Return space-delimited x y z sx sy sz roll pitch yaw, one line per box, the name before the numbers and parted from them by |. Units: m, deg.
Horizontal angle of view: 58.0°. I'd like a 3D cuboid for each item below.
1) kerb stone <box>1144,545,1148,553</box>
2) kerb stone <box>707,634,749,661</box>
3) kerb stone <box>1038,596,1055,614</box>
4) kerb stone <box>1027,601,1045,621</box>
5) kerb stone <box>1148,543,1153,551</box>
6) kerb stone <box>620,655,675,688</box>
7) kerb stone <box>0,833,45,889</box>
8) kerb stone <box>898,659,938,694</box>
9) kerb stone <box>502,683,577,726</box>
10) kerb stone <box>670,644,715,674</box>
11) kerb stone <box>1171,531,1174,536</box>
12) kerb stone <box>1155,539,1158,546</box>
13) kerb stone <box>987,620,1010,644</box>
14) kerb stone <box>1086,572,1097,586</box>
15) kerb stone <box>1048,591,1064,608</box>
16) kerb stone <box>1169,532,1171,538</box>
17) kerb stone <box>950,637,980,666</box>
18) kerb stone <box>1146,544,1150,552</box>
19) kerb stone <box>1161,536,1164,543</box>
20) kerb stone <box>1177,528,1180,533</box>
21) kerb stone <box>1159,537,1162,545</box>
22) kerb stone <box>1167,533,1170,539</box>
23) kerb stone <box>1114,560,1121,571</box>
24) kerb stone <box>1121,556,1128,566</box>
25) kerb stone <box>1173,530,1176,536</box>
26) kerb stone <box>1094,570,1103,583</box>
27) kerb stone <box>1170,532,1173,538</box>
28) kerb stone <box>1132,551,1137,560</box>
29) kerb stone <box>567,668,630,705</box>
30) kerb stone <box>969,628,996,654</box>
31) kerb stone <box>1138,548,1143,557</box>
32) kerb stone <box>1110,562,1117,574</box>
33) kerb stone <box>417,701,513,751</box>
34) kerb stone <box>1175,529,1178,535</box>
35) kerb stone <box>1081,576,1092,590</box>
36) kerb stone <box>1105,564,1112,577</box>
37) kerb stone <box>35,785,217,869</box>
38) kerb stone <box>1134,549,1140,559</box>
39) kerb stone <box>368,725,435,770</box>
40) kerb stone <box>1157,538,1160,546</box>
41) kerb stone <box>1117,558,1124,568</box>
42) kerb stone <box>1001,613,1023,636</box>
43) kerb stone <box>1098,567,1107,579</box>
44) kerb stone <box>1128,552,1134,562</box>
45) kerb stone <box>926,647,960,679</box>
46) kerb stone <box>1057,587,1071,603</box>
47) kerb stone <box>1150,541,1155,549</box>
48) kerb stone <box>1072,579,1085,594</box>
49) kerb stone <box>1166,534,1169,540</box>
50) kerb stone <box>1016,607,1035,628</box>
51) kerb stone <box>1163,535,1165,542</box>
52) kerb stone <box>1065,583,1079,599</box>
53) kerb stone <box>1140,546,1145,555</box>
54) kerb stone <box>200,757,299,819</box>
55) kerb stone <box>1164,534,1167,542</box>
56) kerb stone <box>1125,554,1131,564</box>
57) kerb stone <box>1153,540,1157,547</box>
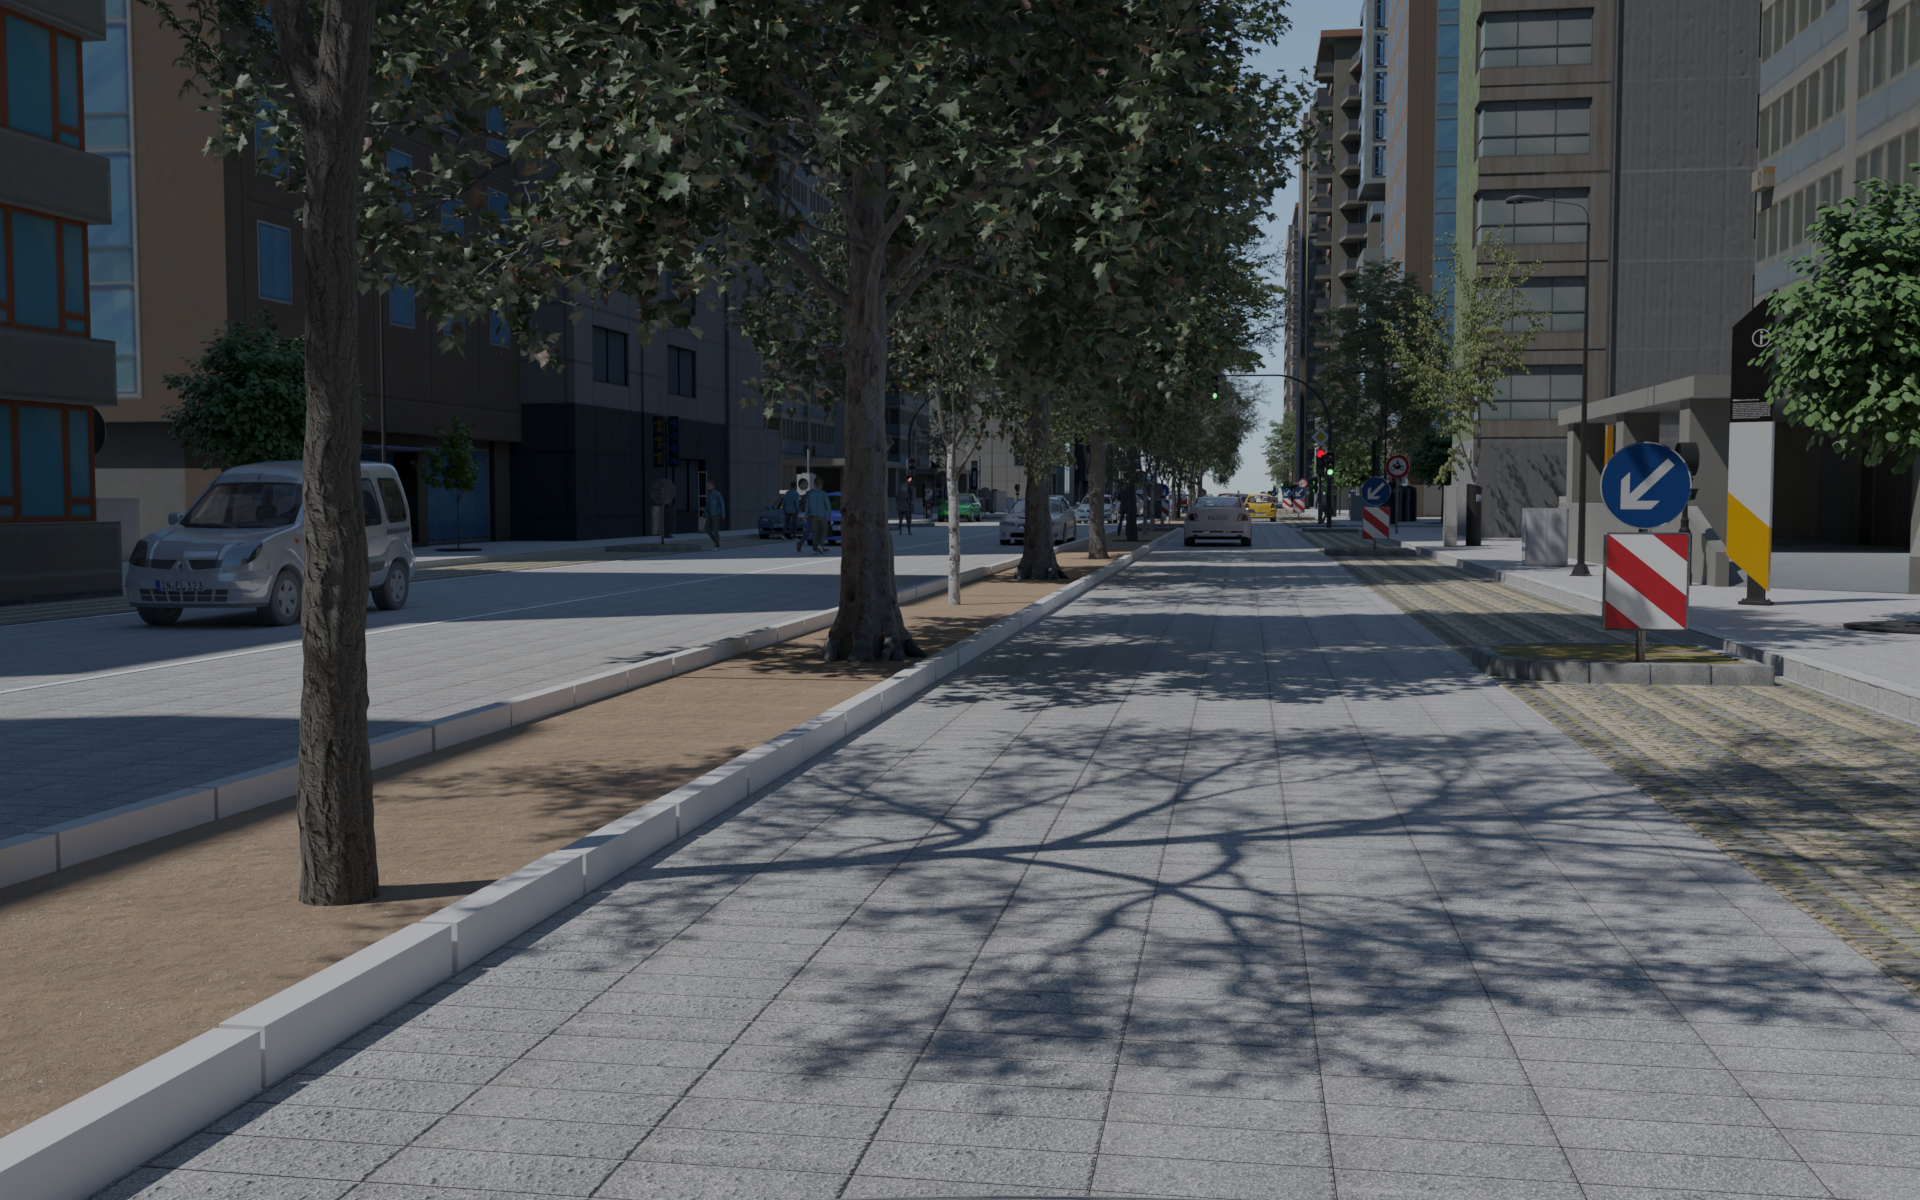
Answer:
kerb stone | 4.314 -1.157 41.118 0.120 0.150 1.000 1 4 9
kerb stone | -2.068 0.431 15.155 0.120 0.150 1.000 1 4 9
kerb stone | 1.000 0.083 20.877 0.120 0.150 1.000 1 4 9
kerb stone | 0.833 0.145 19.854 0.120 0.150 1.000 1 4 9
kerb stone | 4.646 -1.278 43.141 0.120 0.150 1.000 1 4 9
kerb stone | -2.401 0.554 13.133 0.120 0.150 1.000 1 4 9
kerb stone | -3.552 0.988 6.054 0.120 0.150 1.000 1 4 9
kerb stone | -0.329 0.576 12.777 0.120 0.150 1.000 1 4 9
kerb stone | -2.724 0.678 11.114 0.120 0.150 1.000 1 4 9
kerb stone | -2.227 0.498 14.144 0.120 0.150 1.000 1 4 9
kerb stone | 6.801 -2.087 56.326 0.120 0.150 1.000 1 4 9
kerb stone | 5.139 -1.460 46.189 0.120 0.150 1.000 1 4 9
kerb stone | 0.338 0.332 16.818 0.120 0.150 1.000 1 4 9
kerb stone | 1.994 -0.291 26.948 0.120 0.150 1.000 1 4 9
kerb stone | 1.166 0.019 21.891 0.120 0.150 1.000 1 4 9
kerb stone | 6.458 -1.961 54.295 0.120 0.150 1.000 1 4 9
kerb stone | 0.011 0.453 14.800 0.120 0.150 1.000 1 4 9
kerb stone | 4.472 -1.219 42.133 0.120 0.150 1.000 1 4 9
kerb stone | 5.645 -1.653 49.221 0.120 0.150 1.000 1 4 9
kerb stone | 7.625 -2.392 61.375 0.120 0.150 1.000 1 4 9
kerb stone | 5.470 -1.590 48.213 0.120 0.150 1.000 1 4 9
kerb stone | 6.300 -1.901 53.277 0.120 0.150 1.000 1 4 9
kerb stone | 2.825 -0.600 31.998 0.120 0.150 1.000 1 4 9
kerb stone | 3.150 -0.724 34.034 0.120 0.150 1.000 1 4 9
kerb stone | 6.971 -2.149 57.334 0.120 0.150 1.000 1 4 9
kerb stone | 2.161 -0.352 27.958 0.120 0.150 1.000 1 4 9
kerb stone | 6.633 -2.025 55.310 0.120 0.150 1.000 1 4 9
kerb stone | 3.645 -0.910 37.073 0.120 0.150 1.000 1 4 9
kerb stone | -2.562 0.617 12.123 0.120 0.150 1.000 1 4 9
kerb stone | 0.175 0.391 15.809 0.120 0.150 1.000 1 4 9
kerb stone | 3.980 -1.034 39.097 0.120 0.150 1.000 1 4 9
kerb stone | 2.663 -0.532 30.989 0.120 0.150 1.000 1 4 9
kerb stone | -2.887 0.740 10.104 0.120 0.150 1.000 1 4 9
kerb stone | 7.295 -2.266 59.356 0.120 0.150 1.000 1 4 9
kerb stone | 1.831 -0.229 25.939 0.120 0.150 1.000 1 4 9
kerb stone | 2.493 -0.475 29.980 0.120 0.150 1.000 1 4 9
kerb stone | -3.391 0.926 7.070 0.120 0.150 1.000 1 4 9
kerb stone | 3.819 -0.964 38.081 0.120 0.150 1.000 1 4 9
kerb stone | -3.060 0.811 9.098 0.120 0.150 1.000 1 4 9
kerb stone | 5.306 -1.528 47.204 0.120 0.150 1.000 1 4 9
kerb stone | 2.991 -0.660 33.024 0.120 0.150 1.000 1 4 9
kerb stone | 0.501 0.267 17.836 0.120 0.150 1.000 1 4 9
kerb stone | 2.322 -0.414 28.969 0.120 0.150 1.000 1 4 9
kerb stone | 3.478 -0.848 36.054 0.120 0.150 1.000 1 4 9
kerb stone | -0.160 0.514 13.787 0.120 0.150 1.000 1 4 9
kerb stone | 1.329 -0.042 22.901 0.120 0.150 1.000 1 4 9
kerb stone | 4.813 -1.343 44.149 0.120 0.150 1.000 1 4 9
kerb stone | 1.658 -0.167 24.929 0.120 0.150 1.000 1 4 9
kerb stone | 6.140 -1.835 52.260 0.120 0.150 1.000 1 4 9
kerb stone | 0.670 0.209 18.845 0.120 0.150 1.000 1 4 9
kerb stone | 5.802 -1.715 50.232 0.120 0.150 1.000 1 4 9
kerb stone | 1.497 -0.104 23.909 0.120 0.150 1.000 1 4 9
kerb stone | 4.146 -1.095 40.106 0.120 0.150 1.000 1 4 9
kerb stone | -3.224 0.864 8.079 0.120 0.150 1.000 1 4 9
kerb stone | 5.973 -1.777 51.252 0.120 0.150 1.000 1 4 9
kerb stone | 3.321 -0.784 35.042 0.120 0.150 1.000 1 4 9
kerb stone | 4.975 -1.405 45.172 0.120 0.150 1.000 1 4 9
